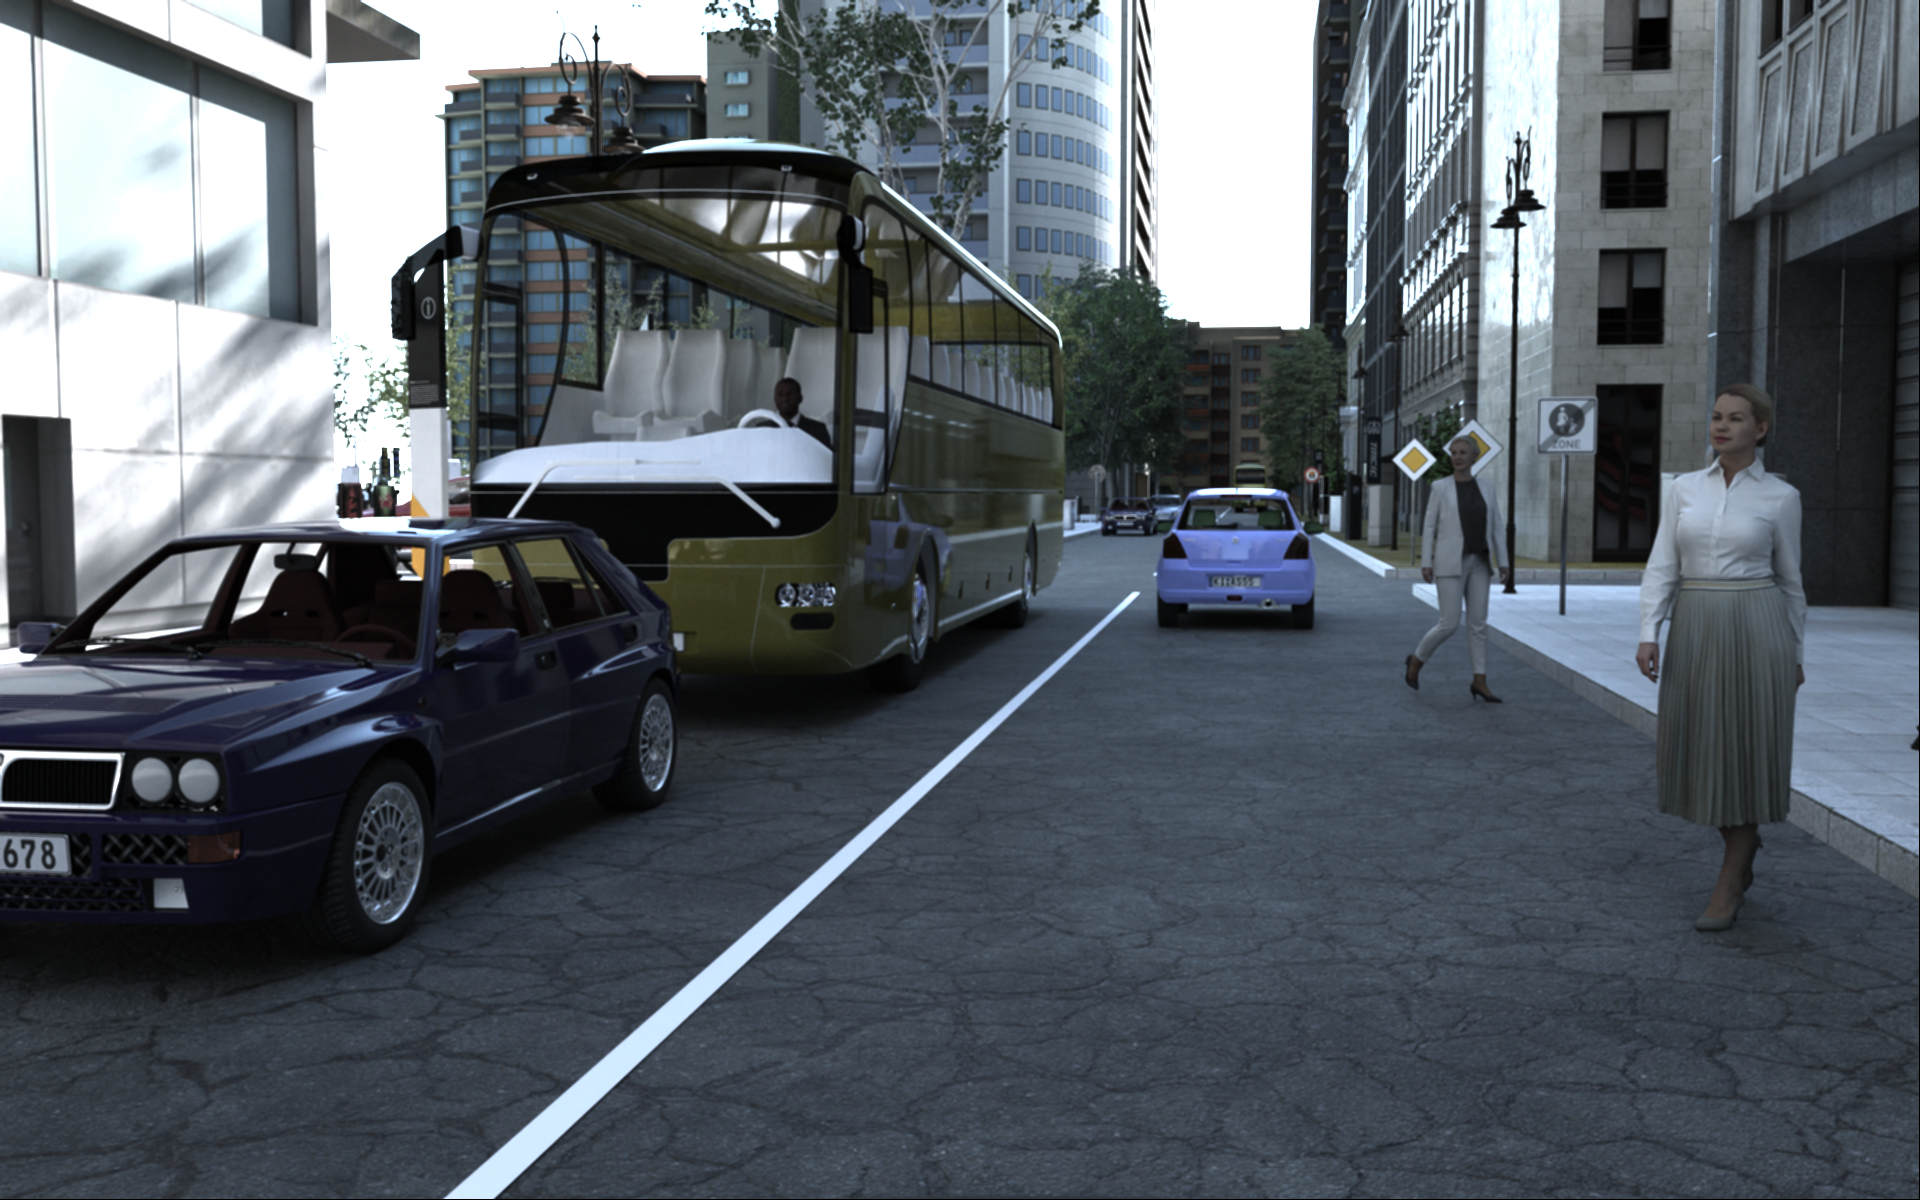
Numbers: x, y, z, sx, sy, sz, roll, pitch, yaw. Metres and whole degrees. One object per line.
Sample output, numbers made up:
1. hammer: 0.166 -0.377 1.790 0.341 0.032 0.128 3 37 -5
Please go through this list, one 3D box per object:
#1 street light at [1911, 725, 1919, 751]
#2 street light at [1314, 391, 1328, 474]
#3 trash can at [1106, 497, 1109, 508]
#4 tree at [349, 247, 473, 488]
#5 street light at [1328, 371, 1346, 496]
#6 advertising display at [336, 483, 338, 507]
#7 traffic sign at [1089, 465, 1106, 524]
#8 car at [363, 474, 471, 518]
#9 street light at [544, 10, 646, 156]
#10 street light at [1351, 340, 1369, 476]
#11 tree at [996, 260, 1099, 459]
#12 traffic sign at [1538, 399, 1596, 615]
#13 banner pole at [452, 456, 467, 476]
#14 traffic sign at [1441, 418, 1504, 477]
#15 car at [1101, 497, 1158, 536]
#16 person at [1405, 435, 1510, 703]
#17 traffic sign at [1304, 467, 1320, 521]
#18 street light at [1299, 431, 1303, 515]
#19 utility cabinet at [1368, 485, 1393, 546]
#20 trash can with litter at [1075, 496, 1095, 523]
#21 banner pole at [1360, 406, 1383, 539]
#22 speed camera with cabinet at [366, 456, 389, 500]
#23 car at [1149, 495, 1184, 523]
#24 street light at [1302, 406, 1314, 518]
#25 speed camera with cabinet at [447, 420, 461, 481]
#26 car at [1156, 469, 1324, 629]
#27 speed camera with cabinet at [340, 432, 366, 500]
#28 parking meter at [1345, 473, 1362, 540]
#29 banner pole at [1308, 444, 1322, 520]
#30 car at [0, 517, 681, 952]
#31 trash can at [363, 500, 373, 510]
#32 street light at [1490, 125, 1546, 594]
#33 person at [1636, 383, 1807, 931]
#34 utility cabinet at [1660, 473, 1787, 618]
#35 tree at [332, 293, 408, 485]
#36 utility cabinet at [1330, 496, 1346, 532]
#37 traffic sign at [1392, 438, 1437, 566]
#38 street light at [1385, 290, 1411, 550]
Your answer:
1. street light: 4.874 -2.185 8.512 0.468 5.910 1.993 1 4 9
2. street light: 16.320 -6.427 77.875 0.468 5.910 1.993 1 4 9
3. trash can: 8.379 -5.331 98.811 0.748 1.137 0.748 0 3 0
4. tree: -15.894 -6.189 51.546 4.737 8.622 4.395 0 3 0
5. street light: 14.208 -5.644 65.062 0.468 5.910 1.993 1 4 9
6. advertising display: -34.300 -5.571 96.296 0.974 1.923 0.123 -2 4 -28
7. traffic sign: 5.924 -4.568 74.798 0.768 2.556 0.104 1 4 12
8. car: -8.206 -1.308 30.067 5.304 1.827 2.281 1 4 10
9. street light: -3.578 -2.717 17.205 0.468 5.910 1.993 1 4 9
10. street light: 12.016 -4.855 52.168 0.468 5.910 1.993 1 4 9
11. tree: 2.090 -6.333 53.901 4.737 8.622 4.395 0 3 0
12. traffic sign: 6.393 -0.990 18.318 0.606 2.300 0.079 1 4 11
13. banner pole: -30.744 -7.065 105.526 0.863 3.779 0.401 0 4 5
14. traffic sign: 6.795 -1.186 23.027 0.795 2.450 0.064 1 4 9
15. car: 5.953 -2.936 60.588 1.945 1.354 3.894 1 4 11
16. person: 3.487 -0.232 12.167 0.514 1.842 0.818 -2 4 -29
17. traffic sign: 16.658 -5.010 82.017 0.768 2.556 0.104 1 4 13
18. street light: 20.663 -8.043 104.297 0.468 5.910 1.993 1 4 9
19. utility cabinet: 10.360 -2.072 42.557 0.318 1.500 1.173 2 4 33
20. trash can with litter: 5.298 -4.132 78.616 1.678 1.210 2.233 0 4 4
21. banner pole: 11.672 -3.636 49.474 0.863 3.779 0.401 -1 4 -16
22. speed camera with cabinet: -30.381 -5.780 88.845 2.038 3.252 0.660 -2 4 -32
23. car: 8.576 -3.686 72.262 2.014 1.417 4.499 1 4 10
24. street light: 18.418 -7.230 90.998 0.468 5.910 1.993 1 4 9
25. speed camera with cabinet: -13.463 -3.218 46.951 0.660 3.252 2.038 2 4 28
26. car: 3.191 -0.628 19.861 1.945 1.707 3.694 1 4 10
27. speed camera with cabinet: -19.756 -3.781 56.162 0.660 3.252 2.038 -1 4 -17
28. parking meter: 11.009 -2.613 48.432 0.399 1.863 0.255 -1 4 -20
29. banner pole: 17.695 -5.868 85.965 0.863 3.779 0.401 -1 4 -15
30. car: -2.430 0.356 6.754 1.945 1.354 3.894 1 4 10
31. trash can: -14.599 -1.853 41.948 0.748 1.137 0.748 0 3 0
32. street light: 7.111 -3.024 22.228 0.468 5.910 1.993 1 4 9
33. person: 2.614 0.175 5.872 0.641 1.798 0.478 -3 5 -43
34. utility cabinet: 7.800 -0.553 17.714 1.173 1.500 0.318 0 4 -3
35. tree: -22.257 -6.886 62.944 4.360 8.622 3.978 0 3 0
36. utility cabinet: 12.896 -2.917 58.861 0.306 1.237 1.020 -1 4 -9
37. traffic sign: 8.095 -1.668 30.906 0.795 2.450 0.064 1 4 9
38. street light: 9.913 -4.071 39.355 0.468 5.910 1.993 1 4 9
